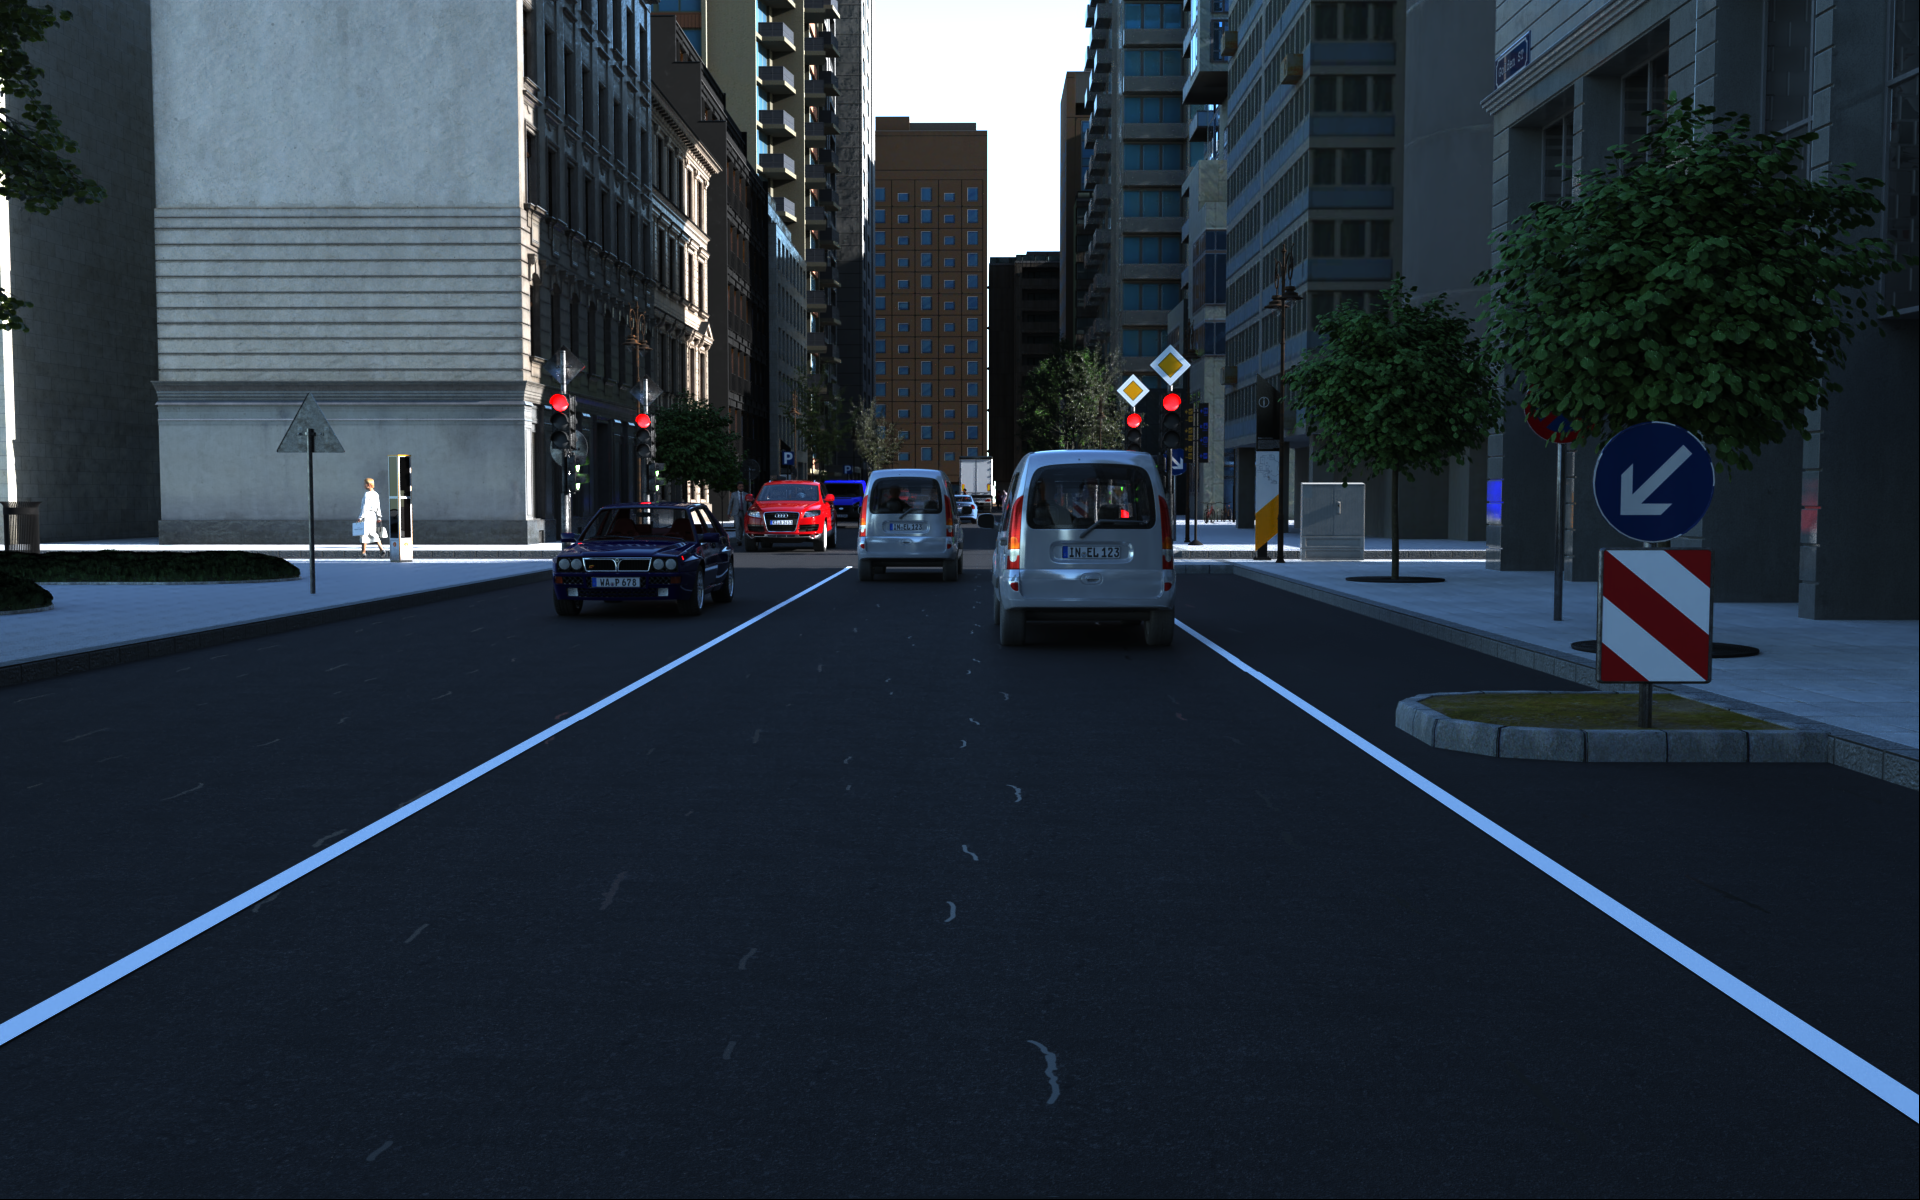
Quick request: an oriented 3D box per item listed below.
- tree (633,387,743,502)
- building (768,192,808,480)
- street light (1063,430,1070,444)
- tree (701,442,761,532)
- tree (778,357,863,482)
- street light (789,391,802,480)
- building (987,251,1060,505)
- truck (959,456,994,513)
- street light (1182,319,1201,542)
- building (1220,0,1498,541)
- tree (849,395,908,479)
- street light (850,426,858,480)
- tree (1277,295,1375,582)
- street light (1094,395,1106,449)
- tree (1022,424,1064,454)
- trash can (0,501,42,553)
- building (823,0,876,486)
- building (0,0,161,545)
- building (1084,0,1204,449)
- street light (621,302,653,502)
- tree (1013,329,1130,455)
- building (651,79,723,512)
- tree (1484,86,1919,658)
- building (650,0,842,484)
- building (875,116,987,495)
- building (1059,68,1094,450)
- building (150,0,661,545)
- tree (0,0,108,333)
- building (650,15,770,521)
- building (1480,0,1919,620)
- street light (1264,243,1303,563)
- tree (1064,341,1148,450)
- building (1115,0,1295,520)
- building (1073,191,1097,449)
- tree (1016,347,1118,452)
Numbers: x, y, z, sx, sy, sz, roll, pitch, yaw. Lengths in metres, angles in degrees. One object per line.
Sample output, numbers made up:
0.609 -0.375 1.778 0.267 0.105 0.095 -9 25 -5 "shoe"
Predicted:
-8.364 -4.262 53.399 4.285 4.588 4.351 0 3 0 "tree"
-15.374 -15.356 105.826 10.420 20.320 16.860 0 4 1 "building"
7.051 -8.716 115.290 0.468 5.910 1.993 0 4 1 "street light"
-8.490 -4.282 64.614 1.663 3.219 1.824 0 3 0 "tree"
-7.647 -8.741 93.274 4.737 8.622 4.395 0 3 0 "tree"
-7.280 -6.346 76.544 0.468 5.910 1.993 0 4 1 "street light"
10.324 -26.746 208.990 14.107 30.474 14.160 0 4 1 "building"
1.248 -8.852 133.649 2.839 4.237 11.283 0 4 1 "truck"
6.032 -4.464 45.776 0.468 5.910 1.993 0 4 1 "street light"
21.426 -22.169 54.350 23.993 40.220 32.217 0 4 1 "building"
-6.495 -10.908 128.711 4.360 8.622 3.978 0 3 0 "tree"
-6.831 -8.490 111.594 0.468 5.910 1.993 0 4 1 "street light"
6.437 -2.563 25.621 4.285 4.588 4.351 0 3 0 "tree"
6.518 -6.597 80.646 0.468 5.910 1.993 0 4 1 "street light"
7.848 -12.992 162.782 4.737 8.622 4.395 0 3 0 "tree"
-18.103 -1.331 33.414 0.748 1.137 0.748 0 3 0 "trash can"
-19.495 -45.218 177.564 20.611 71.187 20.563 0 4 1 "building"
-32.364 -11.850 48.499 16.860 20.320 10.420 0 4 1 "building"
21.892 -32.063 143.842 23.786 49.044 30.456 0 4 1 "building"
-7.749 -4.216 41.726 0.468 5.910 1.993 0 4 1 "street light"
6.438 -10.023 98.291 7.601 10.594 8.767 0 4 7 "tree"
-16.338 -12.614 70.870 10.561 19.102 19.286 0 4 1 "building"
5.860 -1.856 14.067 4.285 4.588 4.351 0 3 0 "tree"
-20.643 -29.109 130.562 22.147 44.769 28.867 0 4 1 "building"
-3.830 -34.161 208.636 14.200 45.320 14.600 0 4 1 "building"
17.618 -32.452 180.695 14.600 45.320 14.200 0 4 1 "building"
-15.484 -12.410 52.058 9.793 20.994 18.267 0 4 1 "building"
-9.699 -5.700 11.329 7.486 12.596 7.792 0 3 0 "tree"
-16.895 -15.837 88.618 12.332 23.373 15.834 0 4 1 "building"
14.210 -14.468 14.045 11.434 29.767 29.804 0 4 1 "building"
5.979 -3.631 32.152 0.468 5.910 1.993 0 4 1 "street light"
6.838 -8.205 84.513 4.360 8.622 3.978 0 3 0 "tree"
21.359 -48.043 98.170 22.319 86.520 31.000 0 4 1 "building"
17.825 -24.178 167.017 14.160 30.474 14.107 0 4 1 "building"
7.522 -12.005 122.030 9.928 11.665 9.643 0 3 0 "tree"
